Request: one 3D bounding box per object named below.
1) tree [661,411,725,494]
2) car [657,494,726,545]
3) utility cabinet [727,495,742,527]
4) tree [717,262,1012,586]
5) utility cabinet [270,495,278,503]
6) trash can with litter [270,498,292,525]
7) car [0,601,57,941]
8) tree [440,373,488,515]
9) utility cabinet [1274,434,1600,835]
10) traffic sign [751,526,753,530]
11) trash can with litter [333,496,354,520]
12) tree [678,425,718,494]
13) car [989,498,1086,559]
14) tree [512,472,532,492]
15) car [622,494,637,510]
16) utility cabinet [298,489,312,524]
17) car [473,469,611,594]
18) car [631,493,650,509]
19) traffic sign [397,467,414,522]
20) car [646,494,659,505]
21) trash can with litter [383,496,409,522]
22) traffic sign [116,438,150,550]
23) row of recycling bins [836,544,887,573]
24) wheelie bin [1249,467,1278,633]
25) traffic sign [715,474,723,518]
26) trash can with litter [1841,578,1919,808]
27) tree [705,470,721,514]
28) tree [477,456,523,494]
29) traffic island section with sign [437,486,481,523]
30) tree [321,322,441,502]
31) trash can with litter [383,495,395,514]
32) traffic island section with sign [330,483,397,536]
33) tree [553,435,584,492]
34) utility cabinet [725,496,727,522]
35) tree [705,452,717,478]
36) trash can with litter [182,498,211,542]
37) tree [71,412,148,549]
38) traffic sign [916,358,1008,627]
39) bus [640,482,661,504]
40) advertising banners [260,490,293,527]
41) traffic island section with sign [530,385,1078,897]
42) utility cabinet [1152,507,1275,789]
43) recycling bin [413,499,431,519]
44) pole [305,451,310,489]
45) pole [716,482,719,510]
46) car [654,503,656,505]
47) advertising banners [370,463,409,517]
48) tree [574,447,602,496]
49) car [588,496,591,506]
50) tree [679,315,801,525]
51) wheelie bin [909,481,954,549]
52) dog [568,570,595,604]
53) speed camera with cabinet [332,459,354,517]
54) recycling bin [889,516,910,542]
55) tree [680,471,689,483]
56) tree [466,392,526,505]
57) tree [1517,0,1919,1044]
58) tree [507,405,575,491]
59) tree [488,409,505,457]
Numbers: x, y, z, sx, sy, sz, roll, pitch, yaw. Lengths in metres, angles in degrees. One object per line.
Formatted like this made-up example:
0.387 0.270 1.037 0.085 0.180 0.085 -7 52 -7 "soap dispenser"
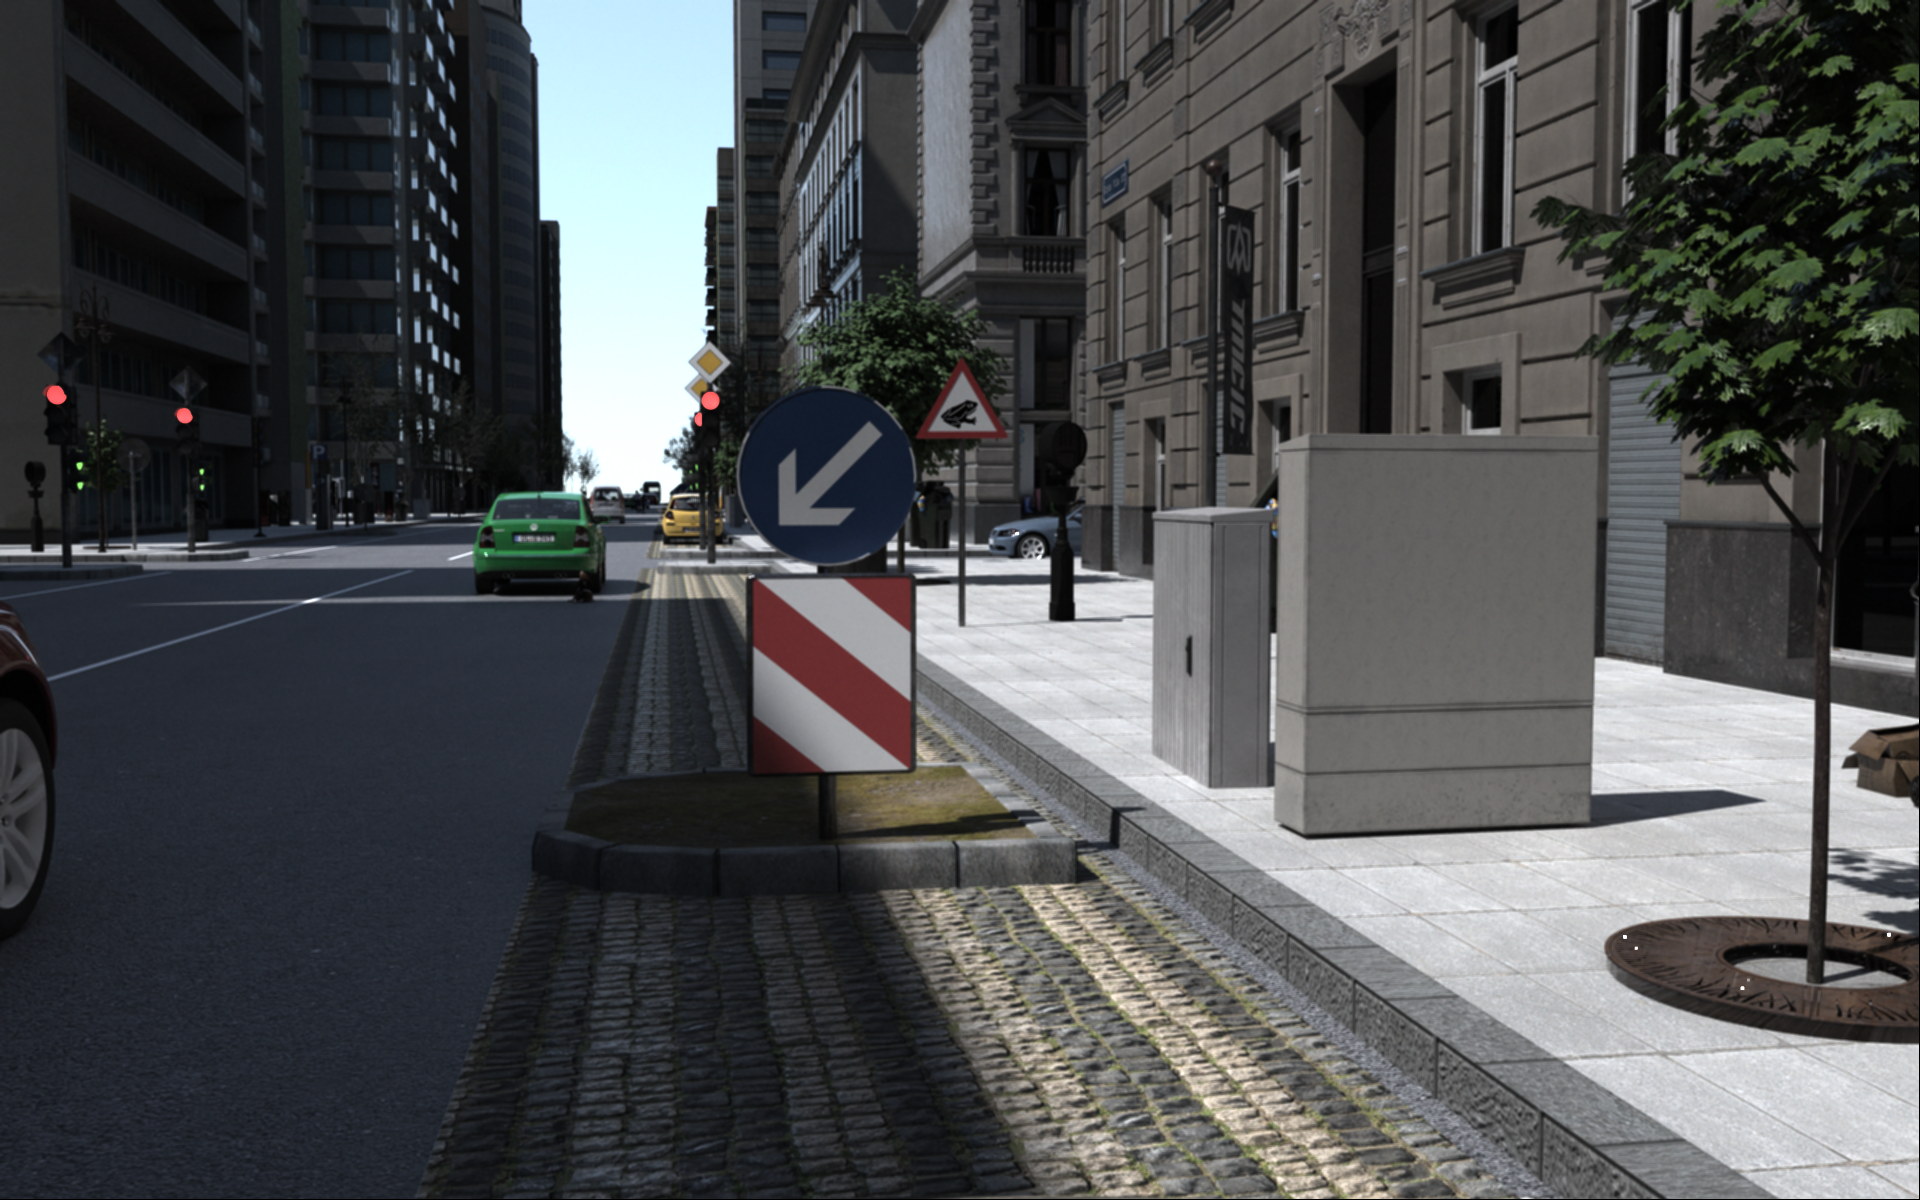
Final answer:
-29.826 -15.991 195.871 8.767 10.594 7.601 0 4 3 "tree"
-7.769 -2.446 50.222 2.015 1.641 3.980 -1 4 -10 "car"
-8.714 -3.433 67.295 0.306 1.237 1.020 -1 4 -19 "utility cabinet"
-0.936 -2.510 24.745 4.285 4.588 4.351 0 3 0 "tree"
-31.249 -4.094 78.102 1.020 1.237 0.306 1 4 22 "utility cabinet"
-28.477 -3.724 72.279 1.055 1.170 0.624 -2 4 -31 "trash can with litter"
-3.820 0.298 3.808 2.281 1.827 5.304 0 4 -8 "car"
-28.094 -8.611 91.160 4.360 8.622 3.978 0 3 0 "tree"
1.816 0.125 6.639 1.173 1.500 0.318 -1 4 -11 "utility cabinet"
-7.484 -3.806 62.334 0.768 2.556 0.104 0 4 -2 "traffic sign"
-30.410 -4.520 84.954 2.233 1.210 1.678 -2 4 -27 "trash can with litter"
-26.995 -14.006 179.367 4.737 8.622 4.395 0 3 0 "tree"
2.842 -1.488 36.336 4.499 1.417 2.014 0 4 -8 "car"
-38.219 -9.561 150.915 1.663 3.219 1.824 0 3 0 "tree"
-30.031 -9.042 156.638 1.959 1.807 4.718 -1 4 -10 "car"
-27.587 -3.929 72.915 0.318 1.500 1.173 -1 4 -10 "utility cabinet"
-6.336 -1.076 26.394 1.959 1.807 4.718 -1 4 -10 "car"
-31.141 -9.729 168.656 1.945 1.707 3.694 0 4 -8 "car"
-25.719 -4.908 80.348 0.768 2.556 0.104 0 4 -5 "traffic sign"
-40.718 -13.397 228.082 2.155 1.783 4.494 0 4 -8 "car"
-25.847 -4.156 79.331 1.055 1.170 0.624 -3 4 -36 "trash can with litter"
-18.886 -2.413 39.564 0.768 2.556 0.104 0 4 -2 "traffic sign"
-1.795 -1.347 29.143 1.069 1.692 3.534 -1 4 -9 "row of recycling bins"
3.041 -0.509 16.224 0.693 1.594 0.980 0 4 5 "wheelie bin"
-12.887 -5.739 93.931 0.768 2.556 0.104 0 4 -6 "traffic sign"
4.056 0.260 7.141 0.624 1.170 1.055 0 4 -7 "trash can with litter"
-15.865 -7.143 111.395 1.663 3.219 1.824 0 3 0 "tree"
-35.296 -9.128 132.959 4.285 4.588 4.351 0 3 0 "tree"
-25.186 -4.804 87.181 1.989 1.847 2.006 -1 4 -10 "traffic island section with sign"
-25.755 -7.633 75.162 4.360 8.622 3.978 0 3 0 "tree"
-36.218 -6.041 109.829 2.233 1.210 1.678 -2 4 -24 "trash can with litter"
-20.571 -3.133 59.857 1.989 1.847 2.006 -1 4 -10 "traffic island section with sign"
-48.127 -15.960 211.300 4.360 8.622 3.978 0 3 0 "tree"
-10.788 -4.254 80.707 0.306 1.237 1.020 0 4 -4 "utility cabinet"
-11.380 -6.505 90.063 4.285 4.588 4.351 0 3 0 "tree"
-20.463 -2.146 46.479 0.624 1.170 1.055 -1 4 -17 "trash can with litter"
-19.950 -2.820 40.716 1.663 3.219 1.824 0 3 0 "tree"
0.018 -1.020 16.686 0.884 2.594 0.081 0 4 0 "traffic sign"
-46.536 -16.255 260.630 2.948 3.499 13.247 -1 4 -12 "bus"
-27.399 -4.403 68.172 2.074 3.025 0.090 -2 4 -29 "advertising banners"
-0.712 0.094 7.096 1.989 1.847 2.006 -1 4 -10 "traffic island section with sign"
1.144 0.192 8.021 0.306 1.237 1.020 0 4 -8 "utility cabinet"
-27.524 -4.649 88.562 0.722 1.027 0.722 0 4 -3 "recycling bin"
-30.893 -5.397 82.082 0.158 3.312 0.155 0 3 0 "pole"
-14.140 -6.544 100.845 0.158 3.312 0.155 0 3 0 "pole"
-41.941 -13.578 234.006 2.014 1.417 4.499 -1 4 -9 "car"
-31.704 -6.117 96.204 2.074 3.025 0.090 0 4 -5 "advertising banners"
-57.123 -19.243 264.979 4.737 8.622 4.395 0 3 0 "tree"
-35.790 -9.831 170.954 2.015 1.641 3.980 -1 4 -9 "car"
-8.872 -7.398 71.316 4.360 8.622 3.978 0 3 0 "tree"
-0.554 -1.997 40.557 0.693 1.594 0.980 3 4 36 "wheelie bin"
-5.092 -0.175 23.062 0.550 0.427 0.748 2 4 27 "dog"
-35.069 -6.419 99.283 0.660 3.252 2.038 1 4 21 "speed camera with cabinet"
-1.695 -2.077 46.517 0.722 1.027 0.722 2 4 23 "recycling bin"
-24.643 -11.357 169.401 4.285 4.588 4.351 0 3 0 "tree"
-33.769 -10.741 125.981 4.737 8.622 4.395 0 3 0 "tree"
2.206 -0.594 4.318 1.663 3.219 1.824 0 3 0 "tree"
-44.629 -15.206 183.033 8.767 10.594 7.601 0 4 -3 "tree"
-30.292 -9.503 105.731 4.360 8.622 3.978 0 3 0 "tree"
